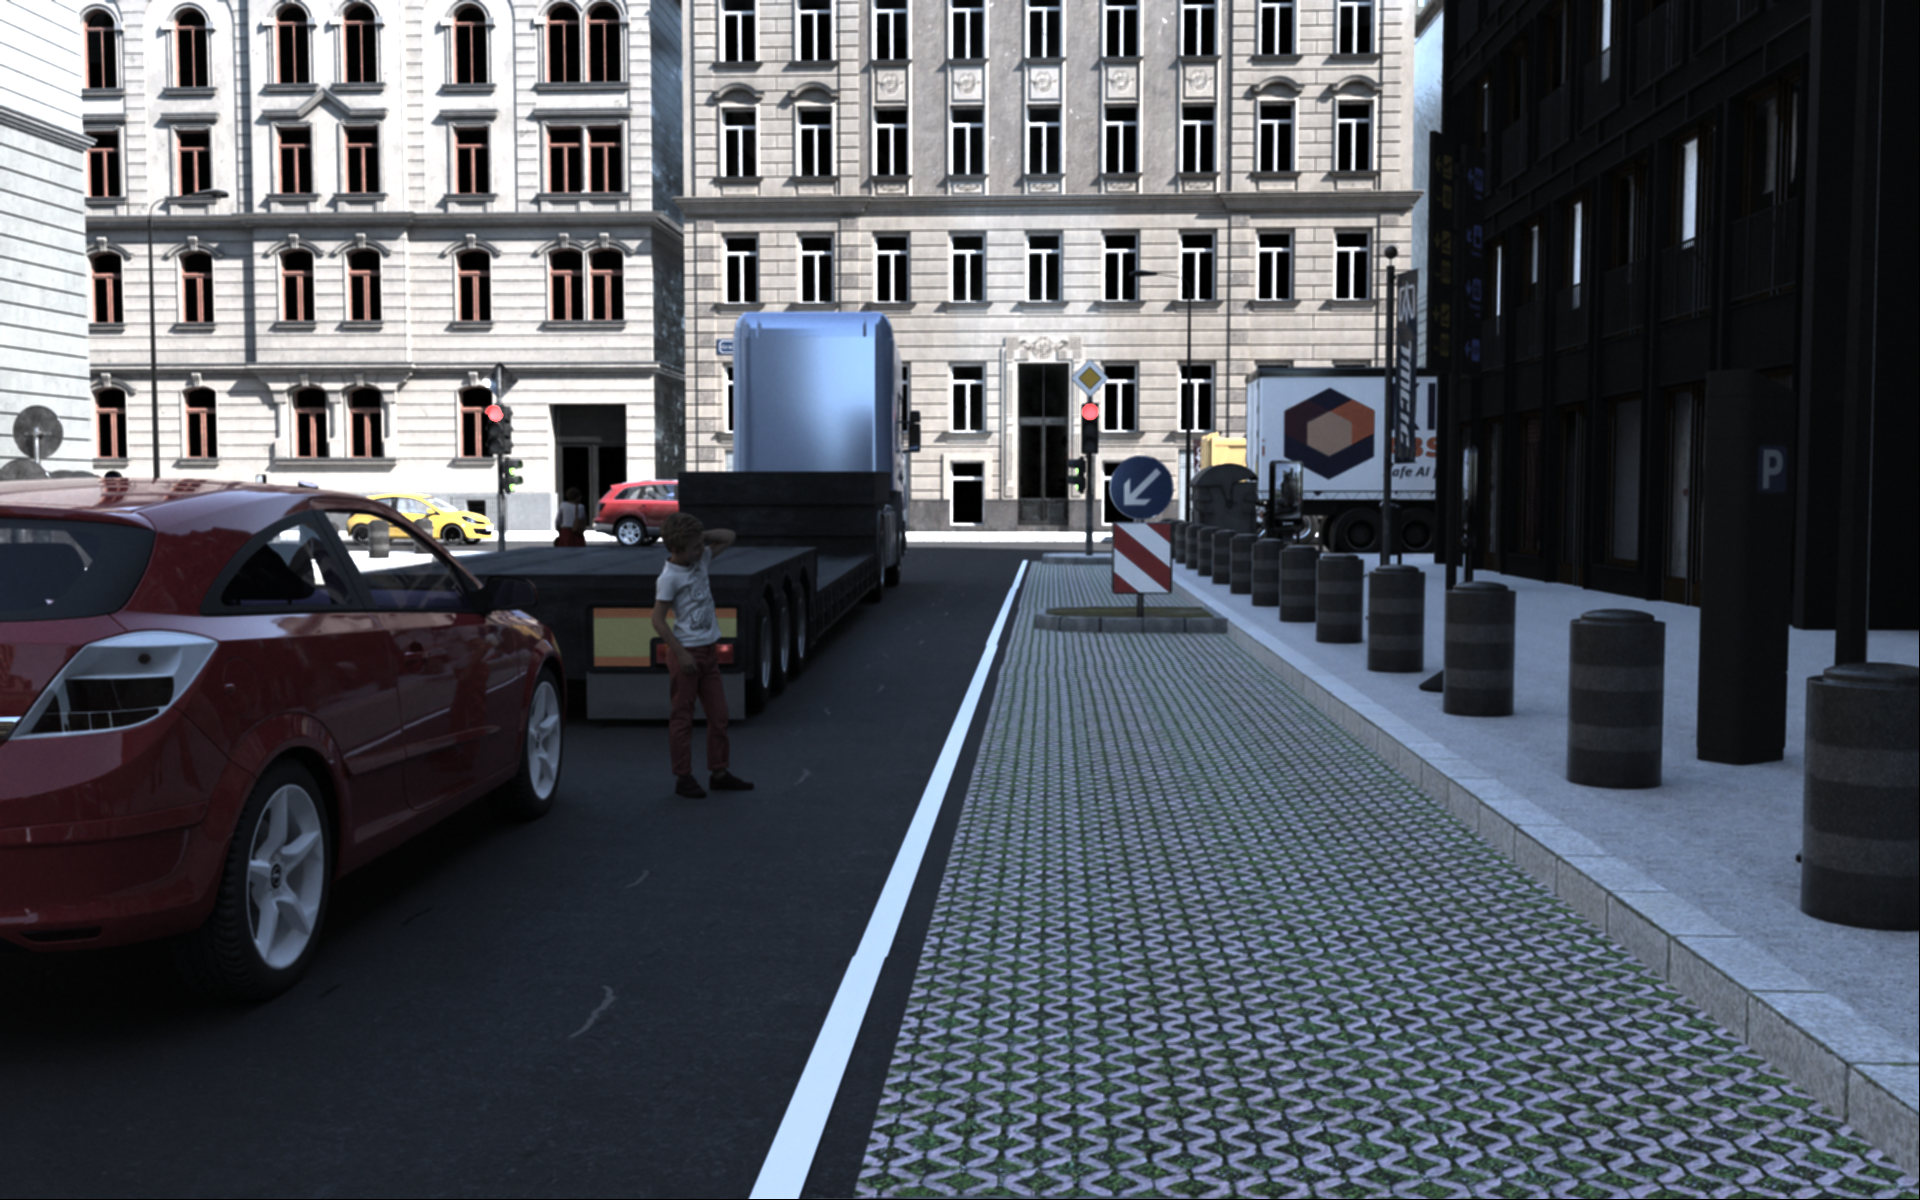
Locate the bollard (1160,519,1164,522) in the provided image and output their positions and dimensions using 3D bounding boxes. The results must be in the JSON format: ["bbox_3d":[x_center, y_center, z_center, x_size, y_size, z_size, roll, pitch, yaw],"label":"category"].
[{"bbox_3d":[4.456,-1.361,36.964,0.404,0.777,0.398,0,3,0],"label":"bollard"}]

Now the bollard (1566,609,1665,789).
[{"bbox_3d":[2.915,0.429,7.699,0.404,0.777,0.398,0,3,0],"label":"bollard"}]

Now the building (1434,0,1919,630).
[{"bbox_3d":[14.516,-11.836,23.193,12.332,23.373,15.834,0,4,3],"label":"building"}]

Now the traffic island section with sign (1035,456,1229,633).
[{"bbox_3d":[1.810,-0.615,18.684,1.989,1.847,2.006,0,4,3],"label":"traffic island section with sign"}]

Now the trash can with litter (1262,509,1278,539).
[{"bbox_3d":[6.183,-1.448,35.055,1.055,1.170,0.624,2,4,33],"label":"trash can with litter"}]

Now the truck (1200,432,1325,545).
[{"bbox_3d":[11.837,-3.259,49.210,9.791,3.379,3.469,0,4,4],"label":"truck"}]

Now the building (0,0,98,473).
[{"bbox_3d":[-31.366,-15.280,27.327,29.804,29.767,11.434,0,4,3],"label":"building"}]

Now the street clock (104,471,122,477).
[{"bbox_3d":[-26.557,-3.046,54.377,0.471,2.002,0.358,0,4,-2],"label":"street clock"}]

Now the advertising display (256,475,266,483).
[{"bbox_3d":[-23.176,-3.197,57.487,0.123,1.923,0.974,-2,4,-34],"label":"advertising display"}]

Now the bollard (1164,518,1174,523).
[{"bbox_3d":[4.327,-1.212,34.528,0.404,0.777,0.398,0,3,0],"label":"bollard"}]

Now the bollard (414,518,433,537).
[{"bbox_3d":[-11.478,-1.366,37.051,0.404,0.777,0.398,0,3,0],"label":"bollard"}]

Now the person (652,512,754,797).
[{"bbox_3d":[-1.225,0.254,8.258,0.340,1.345,0.435,1,4,21],"label":"person"}]

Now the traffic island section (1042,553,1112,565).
[{"bbox_3d":[2.728,-0.857,36.293,2.009,0.180,2.903,0,4,3],"label":"traffic island section"}]

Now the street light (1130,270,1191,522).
[{"bbox_3d":[4.219,-3.887,36.088,1.470,5.913,1.316,0,4,3],"label":"street light"}]

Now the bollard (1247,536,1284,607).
[{"bbox_3d":[3.558,-0.317,19.908,0.404,0.777,0.398,0,3,0],"label":"bollard"}]

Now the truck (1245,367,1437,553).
[{"bbox_3d":[12.250,-3.081,39.291,11.283,4.237,2.839,0,4,3],"label":"truck"}]

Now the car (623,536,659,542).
[{"bbox_3d":[-8.082,-2.485,50.217,3.694,1.707,1.945,0,4,3],"label":"car"}]

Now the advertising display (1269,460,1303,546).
[{"bbox_3d":[6.318,-1.735,33.575,0.123,1.923,0.974,3,5,45],"label":"advertising display"}]

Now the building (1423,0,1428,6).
[{"bbox_3d":[71.315,-47.925,221.826,20.611,71.187,20.563,0,4,3],"label":"building"}]

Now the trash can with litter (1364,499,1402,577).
[{"bbox_3d":[6.312,-0.948,26.564,2.233,1.210,1.678,-3,5,-44],"label":"trash can with litter"}]

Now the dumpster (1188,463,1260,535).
[{"bbox_3d":[5.108,-1.697,33.506,1.264,1.857,1.865,0,4,3],"label":"dumpster"}]

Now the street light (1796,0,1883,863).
[{"bbox_3d":[2.563,-2.042,5.929,1.470,5.913,1.316,0,4,3],"label":"street light"}]

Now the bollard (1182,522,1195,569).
[{"bbox_3d":[4.069,-0.914,29.654,0.404,0.777,0.398,0,3,0],"label":"bollard"}]

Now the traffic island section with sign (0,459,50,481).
[{"bbox_3d":[-10.439,-0.616,18.703,1.989,1.847,2.006,0,4,3],"label":"traffic island section with sign"}]

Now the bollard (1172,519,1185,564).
[{"bbox_3d":[4.198,-1.063,32.092,0.404,0.777,0.398,0,3,0],"label":"bollard"}]

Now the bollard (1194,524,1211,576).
[{"bbox_3d":[3.940,-0.765,27.218,0.404,0.777,0.398,0,3,0],"label":"bollard"}]

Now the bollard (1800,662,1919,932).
[{"bbox_3d":[2.779,0.579,5.252,0.404,0.777,0.398,0,3,0],"label":"bollard"}]

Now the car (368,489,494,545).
[{"bbox_3d":[-15.282,-2.379,49.127,3.980,1.641,2.015,0,4,4],"label":"car"}]

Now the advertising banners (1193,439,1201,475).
[{"bbox_3d":[8.030,-3.571,54.566,0.090,3.025,2.074,-2,4,-34],"label":"advertising banners"}]

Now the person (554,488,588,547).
[{"bbox_3d":[-5.646,-0.865,25.109,0.523,1.526,0.387,0,4,4],"label":"person"}]

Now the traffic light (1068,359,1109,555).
[{"bbox_3d":[2.689,-2.891,36.181,0.839,4.253,0.868,0,4,3],"label":"traffic light"}]

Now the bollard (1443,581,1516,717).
[{"bbox_3d":[3.039,0.280,10.135,0.404,0.777,0.398,0,3,0],"label":"bollard"}]

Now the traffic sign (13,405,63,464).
[{"bbox_3d":[-13.249,-1.516,24.894,0.768,2.556,0.104,0,4,7],"label":"traffic sign"}]

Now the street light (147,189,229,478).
[{"bbox_3d":[-11.832,-3.304,26.556,1.470,5.913,1.316,0,4,3],"label":"street light"}]

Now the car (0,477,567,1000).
[{"bbox_3d":[-2.760,0.161,6.410,2.155,1.783,4.494,0,4,2],"label":"car"}]

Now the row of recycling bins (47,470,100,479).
[{"bbox_3d":[-15.540,-1.374,29.575,1.069,1.692,3.534,0,4,-4],"label":"row of recycling bins"}]

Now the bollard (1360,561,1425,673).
[{"bbox_3d":[3.171,0.130,12.591,0.404,0.777,0.398,0,3,0],"label":"bollard"}]

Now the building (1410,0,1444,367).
[{"bbox_3d":[25.538,-12.918,60.359,18.267,20.994,9.793,0,4,3],"label":"building"}]

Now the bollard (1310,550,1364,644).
[{"bbox_3d":[3.296,-0.019,15.031,0.404,0.777,0.398,0,3,0],"label":"bollard"}]

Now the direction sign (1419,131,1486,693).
[{"bbox_3d":[3.204,-1.177,11.238,0.379,3.537,0.876,3,4,37],"label":"direction sign"}]

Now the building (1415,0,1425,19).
[{"bbox_3d":[30.458,-27.077,134.585,32.217,40.220,23.993,0,4,3],"label":"building"}]

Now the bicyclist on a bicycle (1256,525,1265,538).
[{"bbox_3d":[7.284,-2.163,45.381,1.625,1.676,1.499,0,4,3],"label":"bicyclist on a bicycle"}]

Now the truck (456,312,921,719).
[{"bbox_3d":[-2.293,-1.839,19.832,2.967,4.110,18.799,0,4,1],"label":"truck"}]

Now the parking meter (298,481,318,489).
[{"bbox_3d":[-12.786,-1.566,34.017,0.372,1.533,0.369,0,3,0],"label":"parking meter"}]

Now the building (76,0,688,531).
[{"bbox_3d":[-21.160,-16.988,65.143,23.554,28.519,14.401,0,4,3],"label":"building"}]

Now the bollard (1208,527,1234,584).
[{"bbox_3d":[3.811,-0.615,24.780,0.404,0.777,0.398,0,3,0],"label":"bollard"}]

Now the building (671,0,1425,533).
[{"bbox_3d":[3.077,-16.241,62.796,25.104,27.353,12.463,0,4,3],"label":"building"}]

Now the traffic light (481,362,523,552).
[{"bbox_3d":[-9.756,-2.930,36.819,0.839,4.253,0.868,0,4,3],"label":"traffic light"}]

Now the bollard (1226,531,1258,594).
[{"bbox_3d":[3.689,-0.466,22.344,0.404,0.777,0.398,0,3,0],"label":"bollard"}]

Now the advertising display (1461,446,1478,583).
[{"bbox_3d":[6.911,-1.120,23.521,0.123,1.923,0.974,1,4,12],"label":"advertising display"}]

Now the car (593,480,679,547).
[{"bbox_3d":[-7.307,-2.360,47.255,5.304,1.827,2.281,0,4,3],"label":"car"}]

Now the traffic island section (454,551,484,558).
[{"bbox_3d":[-9.796,-0.898,36.956,2.009,0.180,2.903,0,4,3],"label":"traffic island section"}]

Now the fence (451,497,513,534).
[{"bbox_3d":[-15.359,-2.699,55.329,0.480,1.192,2.264,3,4,38],"label":"fence"}]

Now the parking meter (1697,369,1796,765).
[{"bbox_3d":[3.780,-0.160,8.321,0.399,1.863,0.255,-2,4,-31],"label":"parking meter"}]

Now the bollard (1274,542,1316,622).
[{"bbox_3d":[3.428,-0.168,17.472,0.404,0.777,0.398,0,3,0],"label":"bollard"}]

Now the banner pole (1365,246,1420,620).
[{"bbox_3d":[4.389,-1.672,17.358,0.401,3.779,0.863,-1,4,-10],"label":"banner pole"}]
